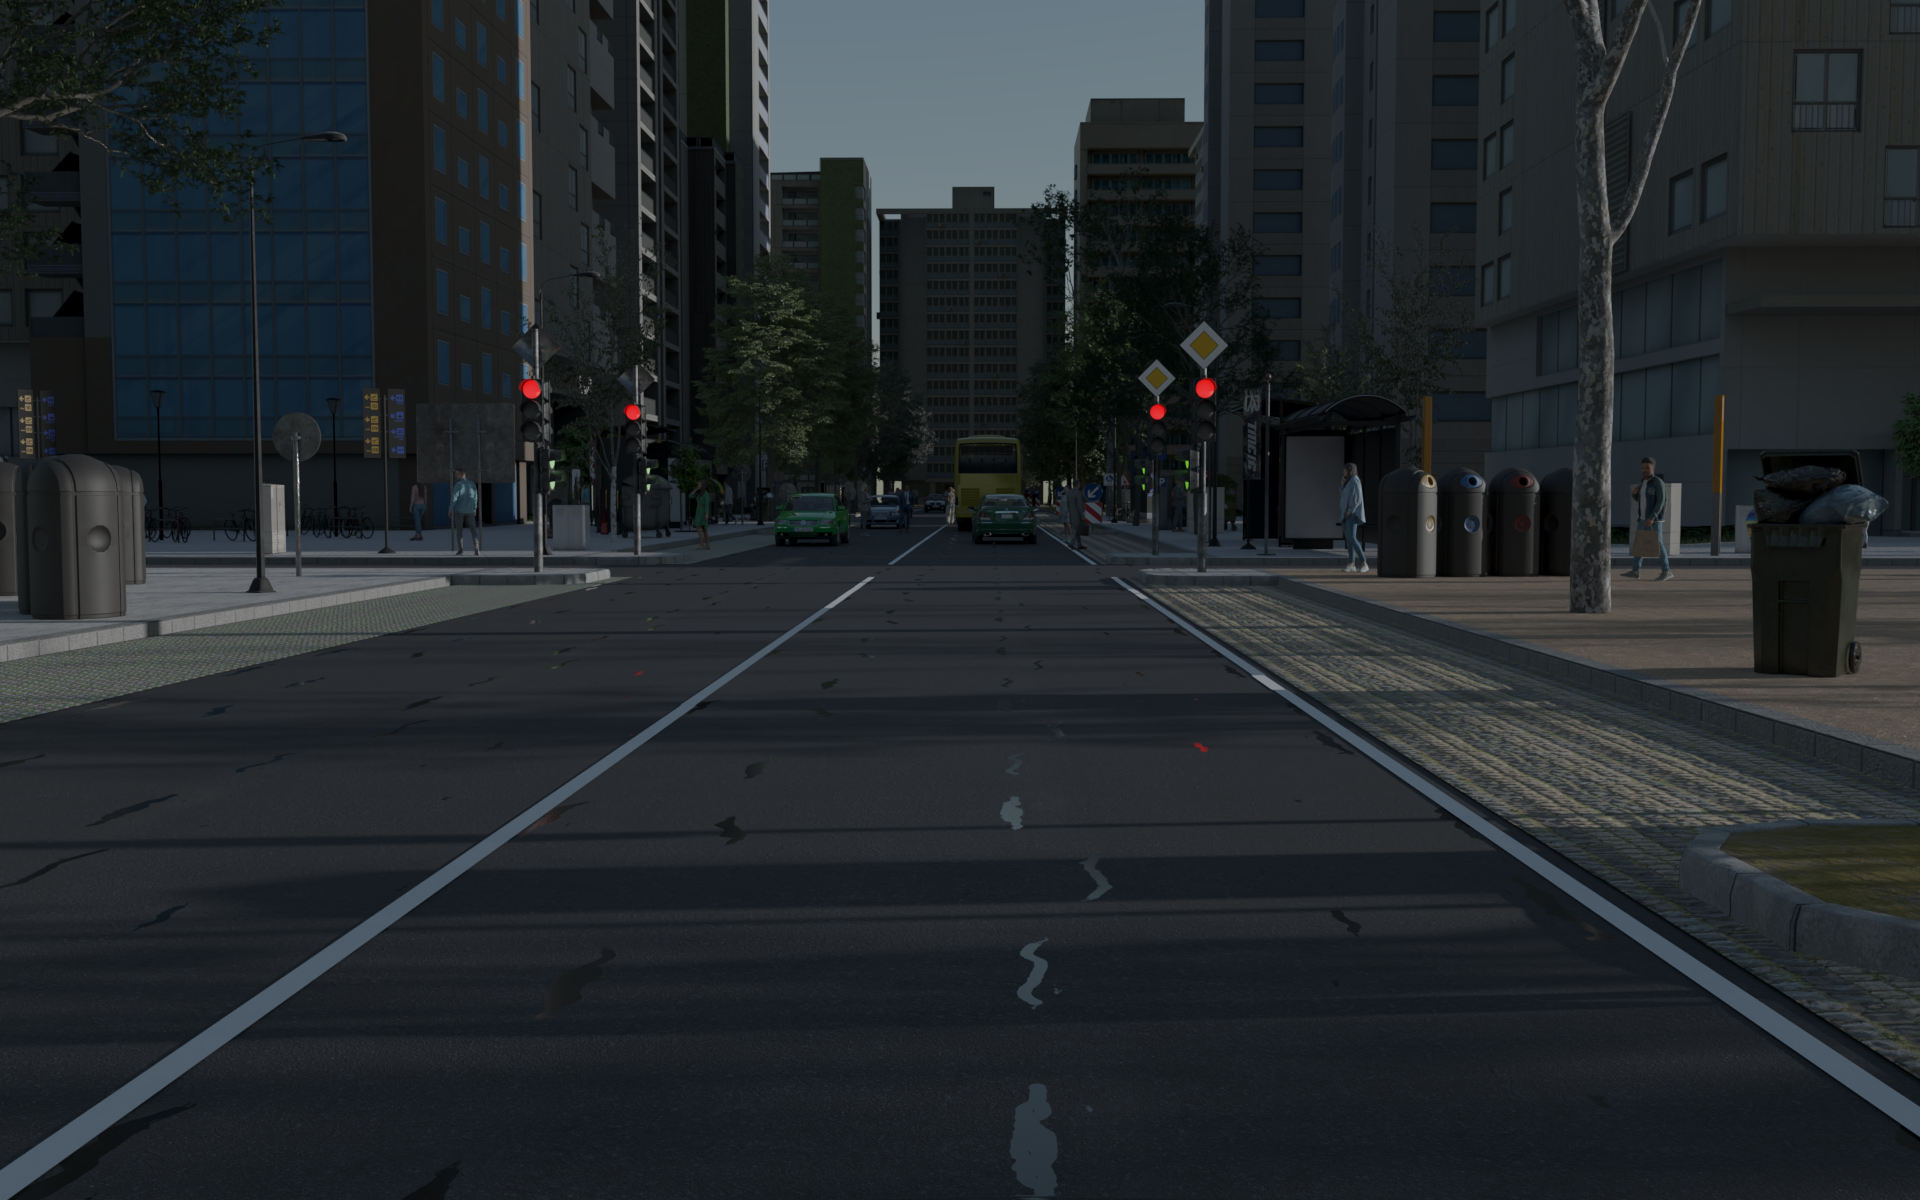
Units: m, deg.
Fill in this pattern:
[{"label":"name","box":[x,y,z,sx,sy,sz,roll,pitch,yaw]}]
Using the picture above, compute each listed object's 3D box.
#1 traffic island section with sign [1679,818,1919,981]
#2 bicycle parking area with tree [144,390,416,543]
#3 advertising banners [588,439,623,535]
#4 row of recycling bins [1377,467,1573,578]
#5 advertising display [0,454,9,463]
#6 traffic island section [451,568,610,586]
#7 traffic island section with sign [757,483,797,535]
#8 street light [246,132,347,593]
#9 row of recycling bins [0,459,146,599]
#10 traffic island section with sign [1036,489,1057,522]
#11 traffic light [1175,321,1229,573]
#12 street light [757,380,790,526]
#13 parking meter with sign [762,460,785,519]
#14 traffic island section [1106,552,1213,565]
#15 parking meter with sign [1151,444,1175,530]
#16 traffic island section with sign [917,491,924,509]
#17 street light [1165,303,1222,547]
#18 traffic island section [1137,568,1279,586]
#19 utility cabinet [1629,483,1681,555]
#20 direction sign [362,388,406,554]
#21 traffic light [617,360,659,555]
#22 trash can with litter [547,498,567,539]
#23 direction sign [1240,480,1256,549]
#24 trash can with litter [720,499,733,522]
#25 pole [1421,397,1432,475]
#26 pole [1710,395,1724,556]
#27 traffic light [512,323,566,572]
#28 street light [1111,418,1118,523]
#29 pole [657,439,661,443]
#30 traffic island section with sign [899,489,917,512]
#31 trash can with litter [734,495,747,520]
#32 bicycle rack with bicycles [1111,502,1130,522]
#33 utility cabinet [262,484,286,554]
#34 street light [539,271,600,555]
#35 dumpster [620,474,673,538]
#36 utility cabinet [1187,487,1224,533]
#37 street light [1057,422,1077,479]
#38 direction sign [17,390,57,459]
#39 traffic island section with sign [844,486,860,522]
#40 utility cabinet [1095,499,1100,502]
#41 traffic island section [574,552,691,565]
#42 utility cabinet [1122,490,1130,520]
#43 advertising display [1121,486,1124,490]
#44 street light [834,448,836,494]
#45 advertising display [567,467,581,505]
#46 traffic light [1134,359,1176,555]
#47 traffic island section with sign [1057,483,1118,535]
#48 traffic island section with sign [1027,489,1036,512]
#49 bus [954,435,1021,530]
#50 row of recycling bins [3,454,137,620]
[{"label":"traffic island section with sign","box":[3.587,0.175,5.772,1.989,1.847,2.006,0,4,1]},{"label":"bicycle parking area with tree","box":[-20.515,-3.853,49.992,8.231,4.147,9.016,-2,4,-35]},{"label":"advertising banners","box":[-11.201,-3.571,54.568,0.090,3.025,2.074,-3,5,-40]},{"label":"row of recycling bins","box":[8.210,-1.219,27.039,3.534,1.692,1.069,-1,4,-11]},{"label":"advertising display","box":[-15.756,-1.379,27.756,0.974,1.923,0.123,0,4,-7]},{"label":"traffic island section","box":[-6.962,-0.383,28.539,2.009,0.180,2.903,0,4,1]},{"label":"traffic island section with sign","box":[-6.062,-3.210,61.116,1.989,1.847,2.006,0,4,1]},{"label":"street light","box":[-8.566,-3.048,22.377,1.470,5.913,1.316,0,4,1]},{"label":"row of recycling bins","box":[-12.094,-0.993,23.351,1.069,1.692,3.534,0,4,2]},{"label":"traffic island section with sign","box":[5.042,-4.876,88.349,1.989,1.847,2.006,0,4,1]},{"label":"traffic light","box":[3.938,-2.404,28.229,0.839,4.253,0.868,0,4,1]},{"label":"street light","box":[-7.616,-6.000,70.638,1.470,5.913,1.316,0,4,1]},{"label":"parking meter with sign","box":[-9.436,-5.715,89.693,0.543,3.016,1.738,3,4,37]},{"label":"traffic island section","box":[4.118,-0.859,36.326,2.009,0.180,2.903,0,4,1]},{"label":"parking meter with sign","box":[7.282,-3.995,61.582,0.543,3.016,1.738,1,4,21]},{"label":"traffic island section with sign","box":[-4.226,-9.581,165.271,1.989,1.847,2.006,0,4,1]},{"label":"street light","box":[5.680,-4.259,42.173,1.470,5.913,1.316,0,4,1]},{"label":"traffic island section","box":[3.977,-0.371,28.342,2.009,0.180,2.903,0,4,1]},{"label":"utility cabinet","box":[14.419,-1.668,35.945,1.173,1.500,0.318,-2,4,-28]},{"label":"direction sign","box":[-12.380,-2.771,37.305,0.876,3.537,0.379,-2,4,-33]},{"label":"traffic light","box":[-6.782,-2.903,36.387,0.839,4.253,0.868,0,4,1]},{"label":"trash can with litter","box":[-11.719,-2.376,50.238,0.624,1.170,1.055,0,4,7]},{"label":"direction sign","box":[6.706,-2.947,40.178,0.379,3.537,0.876,0,4,3]},{"label":"trash can with litter","box":[-10.775,-4.187,79.840,0.624,1.170,1.055,-1,4,-11]},{"label":"pole","box":[9.770,-2.598,36.319,0.158,3.312,0.155,0,3,0]},{"label":"pole","box":[15.684,-2.570,35.864,0.158,3.312,0.155,0,3,0]},{"label":"traffic light","box":[-6.922,-2.415,28.403,0.839,4.253,0.868,0,4,1]},{"label":"street light","box":[6.295,-6.360,76.526,1.470,5.913,1.316,0,4,1]},{"label":"pole","box":[-11.081,-4.285,63.902,0.158,3.312,0.155,0,3,0]},{"label":"traffic island section with sign","box":[-4.708,-7.932,138.320,1.989,1.847,2.006,0,4,1]},{"label":"trash can with litter","box":[-10.576,-4.584,86.011,2.233,1.210,1.678,0,4,-4]},{"label":"bicycle rack with bicycles","box":[8.061,-4.054,79.658,2.852,0.926,2.925,1,4,13]},{"label":"utility cabinet","box":[-14.799,-1.748,37.253,0.318,1.500,1.173,-1,4,-9]},{"label":"street light","box":[-8.211,-3.900,36.303,1.470,5.913,1.316,0,4,1]},{"label":"dumpster","box":[-9.228,-2.762,50.923,1.264,1.857,1.865,0,4,1]},{"label":"utility cabinet","box":[8.007,-2.924,56.488,1.173,1.500,0.318,0,4,-1]},{"label":"street light","box":[6.908,-8.488,111.321,1.470,5.913,1.316,0,4,1]},{"label":"direction sign","box":[-20.191,-2.811,37.954,0.379,3.537,0.876,2,4,27]},{"label":"traffic island section with sign","box":[-5.580,-4.885,88.492,1.989,1.847,2.006,0,4,1]},{"label":"utility cabinet","box":[7.459,-5.239,94.331,0.318,1.500,1.173,0,4,6]},{"label":"traffic island section","box":[-6.822,-0.871,36.523,2.009,0.180,2.903,0,4,1]},{"label":"utility cabinet","box":[7.897,-4.612,84.084,0.318,1.500,1.173,-1,4,-17]},{"label":"advertising display","box":[8.103,-5.092,88.465,0.123,1.923,0.974,-1,4,-22]},{"label":"street light","box":[-7.072,-8.131,105.476,1.470,5.913,1.316,0,4,1]},{"label":"advertising display","box":[-9.299,-2.237,41.784,0.123,1.923,0.974,0,4,1]},{"label":"traffic light","box":[4.078,-2.892,36.213,0.839,4.253,0.868,0,4,1]},{"label":"traffic island section with sign","box":[4.566,-3.228,61.398,1.989,1.847,2.006,0,4,1]},{"label":"traffic island section with sign","box":[5.915,-7.917,138.065,1.989,1.847,2.006,0,4,1]},{"label":"bus","box":[1.119,-4.874,71.241,2.896,3.916,12.252,0,4,1]},{"label":"row of recycling bins","box":[-9.884,-0.736,19.142,1.069,1.692,3.534,-2,4,-30]}]
